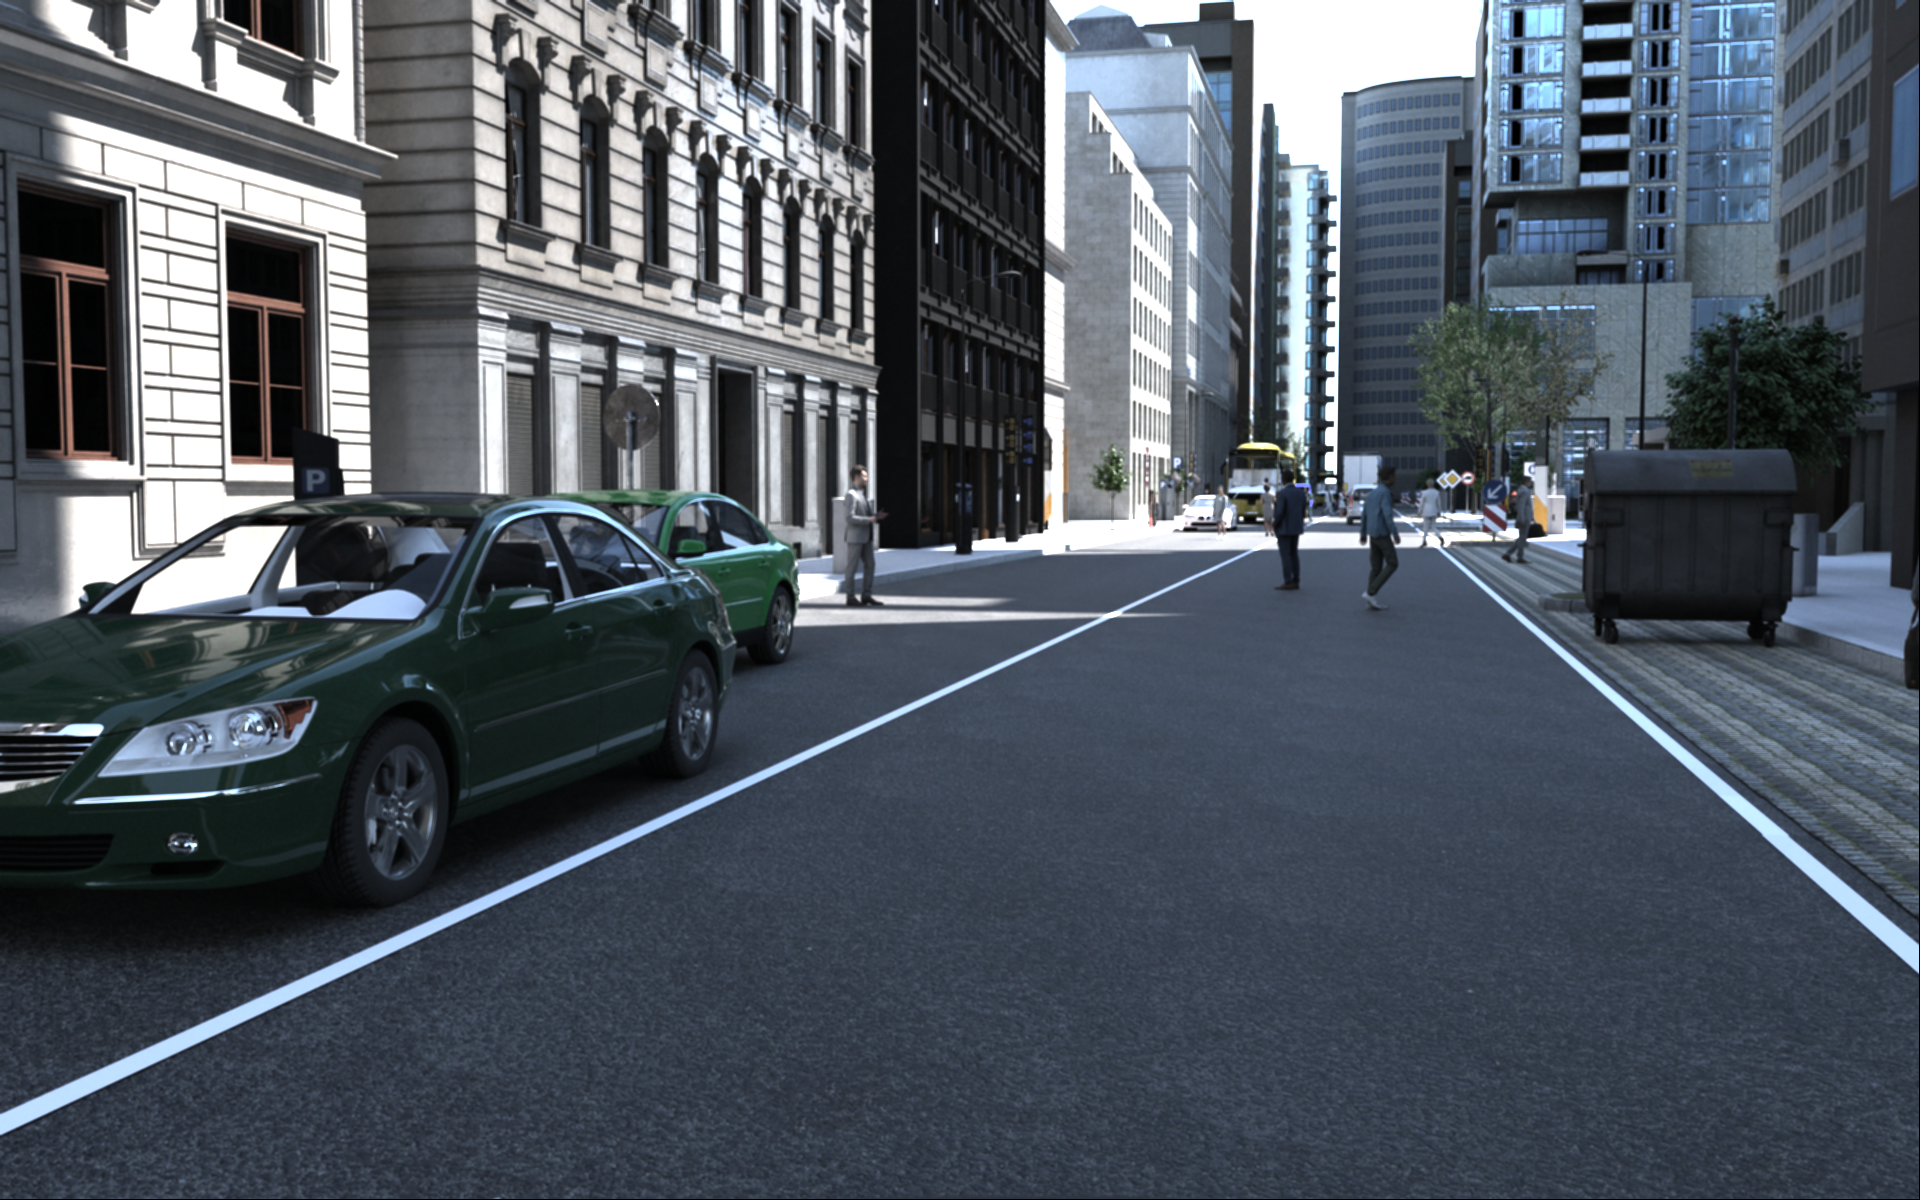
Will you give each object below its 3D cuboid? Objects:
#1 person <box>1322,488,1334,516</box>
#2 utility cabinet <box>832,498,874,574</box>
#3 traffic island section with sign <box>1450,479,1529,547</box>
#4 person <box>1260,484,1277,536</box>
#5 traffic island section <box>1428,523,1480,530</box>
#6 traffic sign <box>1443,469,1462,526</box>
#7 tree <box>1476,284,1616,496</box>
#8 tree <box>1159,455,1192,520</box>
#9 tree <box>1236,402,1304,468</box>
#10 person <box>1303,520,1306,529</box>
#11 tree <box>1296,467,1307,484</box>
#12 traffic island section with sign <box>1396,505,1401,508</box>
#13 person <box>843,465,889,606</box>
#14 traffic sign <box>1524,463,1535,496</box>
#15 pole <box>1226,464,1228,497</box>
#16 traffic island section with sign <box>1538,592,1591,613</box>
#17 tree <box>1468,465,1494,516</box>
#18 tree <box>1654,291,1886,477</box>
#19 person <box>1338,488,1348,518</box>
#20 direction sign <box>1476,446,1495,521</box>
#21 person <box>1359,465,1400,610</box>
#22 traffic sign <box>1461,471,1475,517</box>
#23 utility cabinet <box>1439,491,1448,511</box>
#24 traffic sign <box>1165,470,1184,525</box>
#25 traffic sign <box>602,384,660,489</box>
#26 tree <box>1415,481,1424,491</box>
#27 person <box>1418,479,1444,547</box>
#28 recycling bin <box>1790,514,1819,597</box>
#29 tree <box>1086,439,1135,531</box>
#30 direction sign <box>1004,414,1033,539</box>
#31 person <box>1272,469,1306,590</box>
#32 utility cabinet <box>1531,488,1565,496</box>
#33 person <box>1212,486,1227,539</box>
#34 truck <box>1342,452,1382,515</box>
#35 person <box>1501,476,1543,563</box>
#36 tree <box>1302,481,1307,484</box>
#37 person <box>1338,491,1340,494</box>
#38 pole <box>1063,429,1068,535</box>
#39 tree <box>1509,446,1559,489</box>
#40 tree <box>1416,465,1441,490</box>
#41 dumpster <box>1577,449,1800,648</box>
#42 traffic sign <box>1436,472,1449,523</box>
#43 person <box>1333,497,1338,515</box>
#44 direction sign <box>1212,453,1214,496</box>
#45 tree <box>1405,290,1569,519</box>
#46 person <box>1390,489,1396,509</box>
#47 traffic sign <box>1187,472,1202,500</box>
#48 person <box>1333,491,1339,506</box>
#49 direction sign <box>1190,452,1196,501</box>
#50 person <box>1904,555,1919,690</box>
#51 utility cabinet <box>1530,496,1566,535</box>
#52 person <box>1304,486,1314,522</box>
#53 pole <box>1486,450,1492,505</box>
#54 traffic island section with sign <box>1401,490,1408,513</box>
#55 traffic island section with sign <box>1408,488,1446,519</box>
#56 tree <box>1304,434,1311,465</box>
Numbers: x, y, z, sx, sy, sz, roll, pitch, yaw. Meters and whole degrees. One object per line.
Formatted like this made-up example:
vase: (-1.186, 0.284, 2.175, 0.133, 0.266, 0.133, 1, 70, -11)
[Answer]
person: (24.161, -6.441, 113.695, 0.514, 1.842, 0.818, -3, 5, -43)
utility cabinet: (-1.727, -1.044, 28.235, 0.306, 1.237, 1.020, 1, 4, 21)
traffic island section with sign: (14.537, -2.385, 47.625, 1.989, 1.847, 2.006, 1, 4, 13)
person: (10.568, -3.066, 58.988, 0.716, 1.782, 0.532, 0, 4, 3)
traffic island section: (19.887, -2.917, 69.975, 2.009, 0.180, 2.903, 1, 4, 13)
traffic sign: (19.863, -4.053, 69.903, 0.795, 2.450, 0.064, 1, 4, 13)
tree: (20.601, -6.744, 60.632, 4.360, 8.622, 3.978, 0, 3, 0)
tree: (10.721, -5.609, 86.308, 1.663, 3.219, 1.824, 0, 3, 0)
tree: (23.801, -11.327, 135.552, 4.737, 8.622, 4.395, 0, 3, 0)
person: (13.787, -3.676, 70.405, 0.589, 1.601, 0.330, 0, 4, -5)
tree: (34.666, -12.093, 181.434, 4.285, 4.588, 4.351, 0, 3, 0)
traffic island section with sign: (45.537, -10.279, 176.688, 1.989, 1.847, 2.006, 1, 4, 13)
person: (-1.219, -0.825, 22.194, 0.583, 1.804, 0.606, 1, 4, 10)
traffic sign: (18.236, -3.239, 55.085, 0.606, 2.300, 0.079, 1, 4, 18)
pole: (18.396, -7.673, 119.302, 0.158, 3.312, 0.155, 0, 3, 0)
traffic island section with sign: (8.241, -0.780, 21.385, 1.989, 1.847, 2.006, 1, 4, 13)
tree: (30.468, -6.524, 101.262, 1.663, 3.219, 1.824, 0, 3, 0)
tree: (13.085, -2.718, 28.154, 4.285, 4.588, 4.351, 0, 3, 0)
person: (22.844, -5.793, 103.312, 0.616, 1.811, 0.778, 1, 4, 17)
direction sign: (24.765, -5.487, 81.711, 0.876, 3.537, 0.379, 2, 4, 32)
person: (5.166, -0.767, 21.391, 0.444, 1.785, 0.601, 0, 4, -7)
traffic sign: (28.237, -5.889, 96.398, 0.768, 2.556, 0.104, 1, 4, 17)
utility cabinet: (36.021, -7.361, 129.032, 0.318, 1.500, 1.173, 0, 4, -2)
traffic sign: (8.982, -4.213, 72.528, 0.795, 2.450, 0.064, 1, 4, 13)
traffic sign: (-3.834, -1.225, 20.129, 0.768, 2.556, 0.104, 1, 4, 21)
tree: (56.266, -13.318, 212.351, 1.663, 3.219, 1.824, 0, 3, 0)
person: (12.604, -2.318, 46.285, 0.514, 1.842, 0.818, -2, 4, -29)
recycling bin: (10.434, -0.578, 22.012, 0.722, 1.027, 0.722, 3, 5, 40)
tree: (5.452, -4.043, 60.710, 1.663, 3.219, 1.824, 0, 3, 0)
direction sign: (1.666, -3.497, 49.178, 0.876, 3.537, 0.379, -1, 4, -20)
person: (4.946, -1.058, 25.973, 0.721, 1.800, 0.419, -3, 5, -43)
utility cabinet: (22.327, -3.494, 65.811, 1.173, 1.500, 0.318, 0, 4, -1)
person: (8.257, -2.780, 54.955, 0.512, 1.701, 0.522, 2, 4, 31)
truck: (28.138, -8.073, 120.908, 2.839, 4.237, 11.283, 1, 4, 15)
person: (11.619, -1.654, 35.669, 0.853, 1.813, 0.709, 0, 4, 8)
tree: (43.724, -13.883, 221.581, 1.663, 3.219, 1.824, 0, 3, 0)
person: (38.260, -10.101, 174.469, 0.721, 1.723, 1.217, 0, 4, -6)
pole: (3.321, -3.710, 54.504, 0.158, 3.312, 0.155, 0, 3, 0)
tree: (38.644, -8.144, 116.867, 4.285, 4.588, 4.351, 0, 3, 0)
tree: (53.406, -13.005, 196.347, 4.285, 4.588, 4.351, 0, 3, 0)
dumpster: (6.980, -0.519, 16.708, 1.865, 1.857, 1.264, 1, 4, 15)
traffic sign: (21.728, -4.528, 77.668, 0.795, 2.450, 0.064, 1, 4, 13)
person: (25.818, -6.484, 119.190, 0.332, 1.250, 0.352, -1, 4, -14)
direction sign: (13.843, -6.287, 94.796, 0.379, 3.537, 0.876, 0, 4, 6)
tree: (27.217, -10.020, 89.590, 9.928, 11.665, 9.643, 0, 3, 0)
person: (31.875, -7.324, 128.234, 0.794, 1.824, 0.713, -2, 4, -24)
traffic sign: (10.847, -4.688, 80.293, 0.795, 2.450, 0.064, 1, 4, 13)
person: (37.620, -10.011, 172.900, 1.217, 1.735, 0.721, -2, 4, -28)
direction sign: (12.591, -6.216, 93.633, 0.379, 3.537, 0.876, 2, 4, 29)
person: (4.884, 0.027, 8.185, 0.709, 1.813, 0.853, 1, 4, 20)
utility cabinet: (18.385, -2.632, 54.195, 1.020, 1.237, 0.306, 2, 4, 24)
person: (17.585, -4.854, 87.842, 0.713, 1.824, 0.794, -1, 4, -21)
pole: (24.367, -5.254, 79.743, 0.158, 3.312, 0.155, 0, 3, 0)
traffic island section with sign: (33.932, -7.324, 128.376, 1.989, 1.847, 2.006, 1, 4, 13)
traffic island section with sign: (27.513, -5.690, 101.658, 1.989, 1.847, 2.006, 1, 4, 13)
tree: (37.235, -14.889, 193.799, 4.737, 8.622, 4.395, 0, 3, 0)
